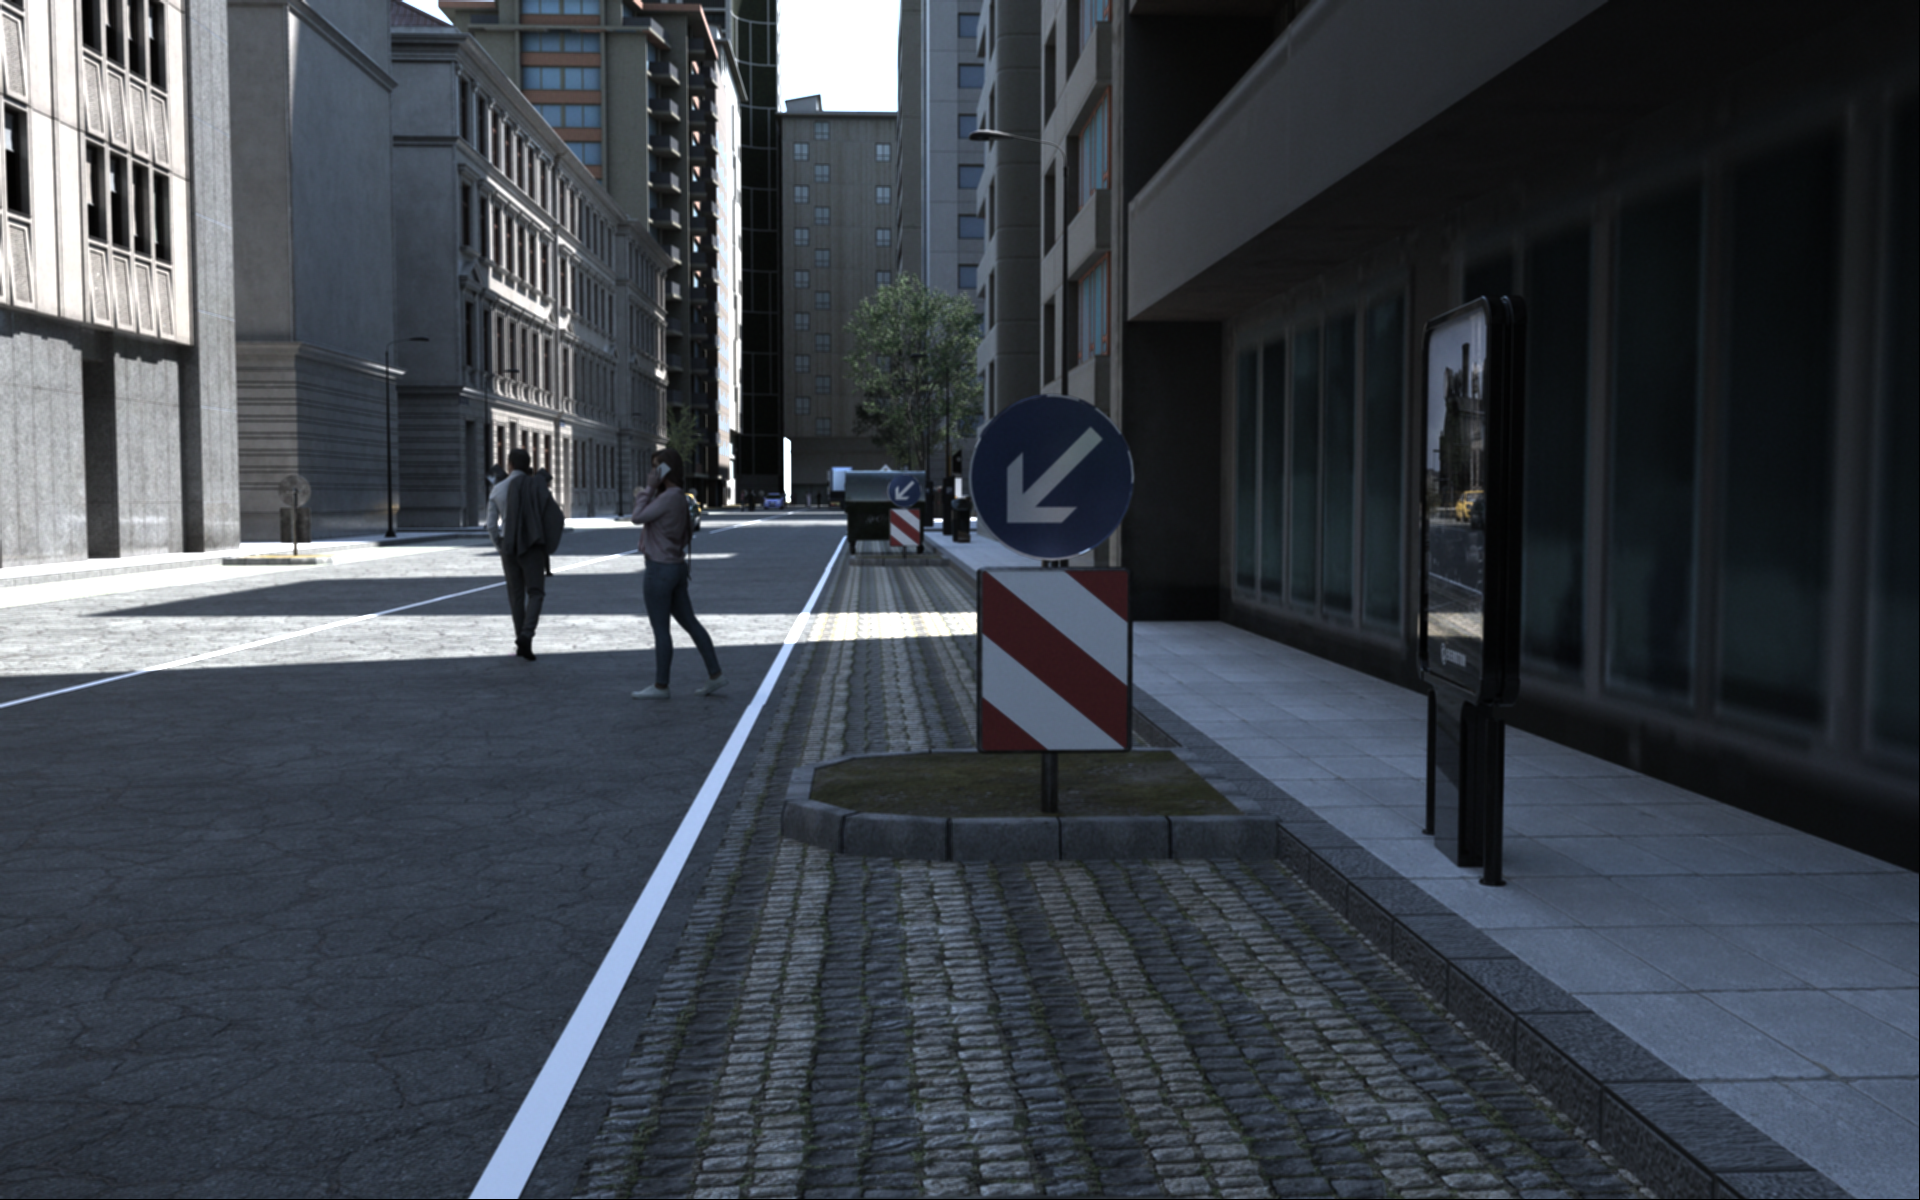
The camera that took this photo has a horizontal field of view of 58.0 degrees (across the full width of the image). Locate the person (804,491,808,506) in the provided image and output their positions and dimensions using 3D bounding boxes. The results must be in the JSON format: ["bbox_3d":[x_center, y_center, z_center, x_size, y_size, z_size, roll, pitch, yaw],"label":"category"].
[{"bbox_3d":[-18.197,-12.047,205.550,0.705,1.814,1.350,-2,4,-25],"label":"person"}]

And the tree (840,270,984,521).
[{"bbox_3d":[-1.882,-9.541,81.745,9.928,11.665,9.643,0,3,0],"label":"tree"}]

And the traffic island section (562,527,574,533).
[{"bbox_3d":[-15.635,-2.604,64.856,2.009,0.180,2.903,0,4,-3],"label":"traffic island section"}]

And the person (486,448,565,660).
[{"bbox_3d":[-3.790,-0.400,15.136,0.679,1.850,0.850,0,4,-4],"label":"person"}]

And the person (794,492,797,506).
[{"bbox_3d":[-20.679,-12.663,217.011,0.415,1.643,0.593,-1,4,-8],"label":"person"}]

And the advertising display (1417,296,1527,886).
[{"bbox_3d":[1.773,-0.053,6.073,0.123,1.923,0.974,0,4,3],"label":"advertising display"}]

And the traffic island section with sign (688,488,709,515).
[{"bbox_3d":[-18.101,-6.656,117.445,1.989,1.847,2.006,0,4,-3],"label":"traffic island section with sign"}]

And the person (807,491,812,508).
[{"bbox_3d":[-15.103,-10.061,173.663,0.551,1.740,0.621,0,4,7],"label":"person"}]

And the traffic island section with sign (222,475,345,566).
[{"bbox_3d":[-13.752,-1.641,35.458,1.989,1.847,2.006,0,4,-3],"label":"traffic island section with sign"}]

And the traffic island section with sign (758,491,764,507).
[{"bbox_3d":[-22.137,-11.315,193.621,1.989,1.847,2.006,0,4,-3],"label":"traffic island section with sign"}]

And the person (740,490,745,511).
[{"bbox_3d":[-18.012,-8.169,142.781,0.721,1.743,1.217,0,4,-6],"label":"person"}]

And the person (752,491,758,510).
[{"bbox_3d":[-18.009,-8.679,151.127,0.721,1.736,1.217,2,4,30],"label":"person"}]

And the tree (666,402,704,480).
[{"bbox_3d":[-22.413,-11.451,137.582,4.737,8.622,4.395,0,3,0],"label":"tree"}]

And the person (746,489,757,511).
[{"bbox_3d":[-17.525,-8.360,145.212,1.348,1.821,0.705,3,4,38],"label":"person"}]

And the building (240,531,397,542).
[{"bbox_3d":[-27.860,-13.108,50.475,21.152,22.565,11.583,0,4,-3],"label":"building"}]

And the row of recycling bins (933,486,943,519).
[{"bbox_3d":[-0.962,-5.139,91.133,1.069,1.692,3.534,-2,4,-26],"label":"row of recycling bins"}]

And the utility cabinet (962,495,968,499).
[{"bbox_3d":[-0.008,-5.504,101.147,1.020,1.237,0.306,-1,4,-19],"label":"utility cabinet"}]

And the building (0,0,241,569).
[{"bbox_3d":[-22.042,-12.899,28.918,12.078,24.808,19.932,0,4,-3],"label":"building"}]

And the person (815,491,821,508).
[{"bbox_3d":[-14.485,-10.267,176.881,0.721,1.766,1.217,2,4,28],"label":"person"}]

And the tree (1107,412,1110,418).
[{"bbox_3d":[2.772,-1.724,22.795,1.663,3.219,1.824,0,3,0],"label":"tree"}]

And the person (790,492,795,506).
[{"bbox_3d":[-19.449,-11.707,200.822,0.541,1.710,0.530,0,4,1],"label":"person"}]

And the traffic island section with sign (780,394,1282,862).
[{"bbox_3d":[0.221,0.059,7.661,1.989,1.847,2.006,0,4,-3],"label":"traffic island section with sign"}]

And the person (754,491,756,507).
[{"bbox_3d":[-20.802,-10.185,175.735,0.721,1.736,1.217,-2,4,-27],"label":"person"}]

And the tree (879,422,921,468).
[{"bbox_3d":[-4.723,-11.916,145.185,4.737,8.622,4.395,0,3,0],"label":"tree"}]

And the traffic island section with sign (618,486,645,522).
[{"bbox_3d":[-16.640,-4.976,89.980,1.989,1.847,2.006,0,4,-3],"label":"traffic island section with sign"}]

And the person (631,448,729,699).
[{"bbox_3d":[-1.978,-0.189,12.183,0.643,1.750,0.593,0,4,7],"label":"person"}]

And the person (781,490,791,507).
[{"bbox_3d":[-18.678,-10.781,184.749,1.348,1.826,0.705,-2,4,-26],"label":"person"}]

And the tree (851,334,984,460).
[{"bbox_3d":[-2.365,-10.091,99.401,8.767,10.594,7.601,1,4,10],"label":"tree"}]

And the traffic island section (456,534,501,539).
[{"bbox_3d":[-15.212,-2.116,56.882,2.009,0.180,2.903,0,4,-3],"label":"traffic island section"}]

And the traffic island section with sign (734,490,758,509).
[{"bbox_3d":[-20.702,-9.655,166.490,1.989,1.847,2.006,0,4,-3],"label":"traffic island section with sign"}]

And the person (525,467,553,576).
[{"bbox_3d":[-7.441,-1.364,30.172,0.648,1.900,0.474,-1,4,-11],"label":"person"}]
